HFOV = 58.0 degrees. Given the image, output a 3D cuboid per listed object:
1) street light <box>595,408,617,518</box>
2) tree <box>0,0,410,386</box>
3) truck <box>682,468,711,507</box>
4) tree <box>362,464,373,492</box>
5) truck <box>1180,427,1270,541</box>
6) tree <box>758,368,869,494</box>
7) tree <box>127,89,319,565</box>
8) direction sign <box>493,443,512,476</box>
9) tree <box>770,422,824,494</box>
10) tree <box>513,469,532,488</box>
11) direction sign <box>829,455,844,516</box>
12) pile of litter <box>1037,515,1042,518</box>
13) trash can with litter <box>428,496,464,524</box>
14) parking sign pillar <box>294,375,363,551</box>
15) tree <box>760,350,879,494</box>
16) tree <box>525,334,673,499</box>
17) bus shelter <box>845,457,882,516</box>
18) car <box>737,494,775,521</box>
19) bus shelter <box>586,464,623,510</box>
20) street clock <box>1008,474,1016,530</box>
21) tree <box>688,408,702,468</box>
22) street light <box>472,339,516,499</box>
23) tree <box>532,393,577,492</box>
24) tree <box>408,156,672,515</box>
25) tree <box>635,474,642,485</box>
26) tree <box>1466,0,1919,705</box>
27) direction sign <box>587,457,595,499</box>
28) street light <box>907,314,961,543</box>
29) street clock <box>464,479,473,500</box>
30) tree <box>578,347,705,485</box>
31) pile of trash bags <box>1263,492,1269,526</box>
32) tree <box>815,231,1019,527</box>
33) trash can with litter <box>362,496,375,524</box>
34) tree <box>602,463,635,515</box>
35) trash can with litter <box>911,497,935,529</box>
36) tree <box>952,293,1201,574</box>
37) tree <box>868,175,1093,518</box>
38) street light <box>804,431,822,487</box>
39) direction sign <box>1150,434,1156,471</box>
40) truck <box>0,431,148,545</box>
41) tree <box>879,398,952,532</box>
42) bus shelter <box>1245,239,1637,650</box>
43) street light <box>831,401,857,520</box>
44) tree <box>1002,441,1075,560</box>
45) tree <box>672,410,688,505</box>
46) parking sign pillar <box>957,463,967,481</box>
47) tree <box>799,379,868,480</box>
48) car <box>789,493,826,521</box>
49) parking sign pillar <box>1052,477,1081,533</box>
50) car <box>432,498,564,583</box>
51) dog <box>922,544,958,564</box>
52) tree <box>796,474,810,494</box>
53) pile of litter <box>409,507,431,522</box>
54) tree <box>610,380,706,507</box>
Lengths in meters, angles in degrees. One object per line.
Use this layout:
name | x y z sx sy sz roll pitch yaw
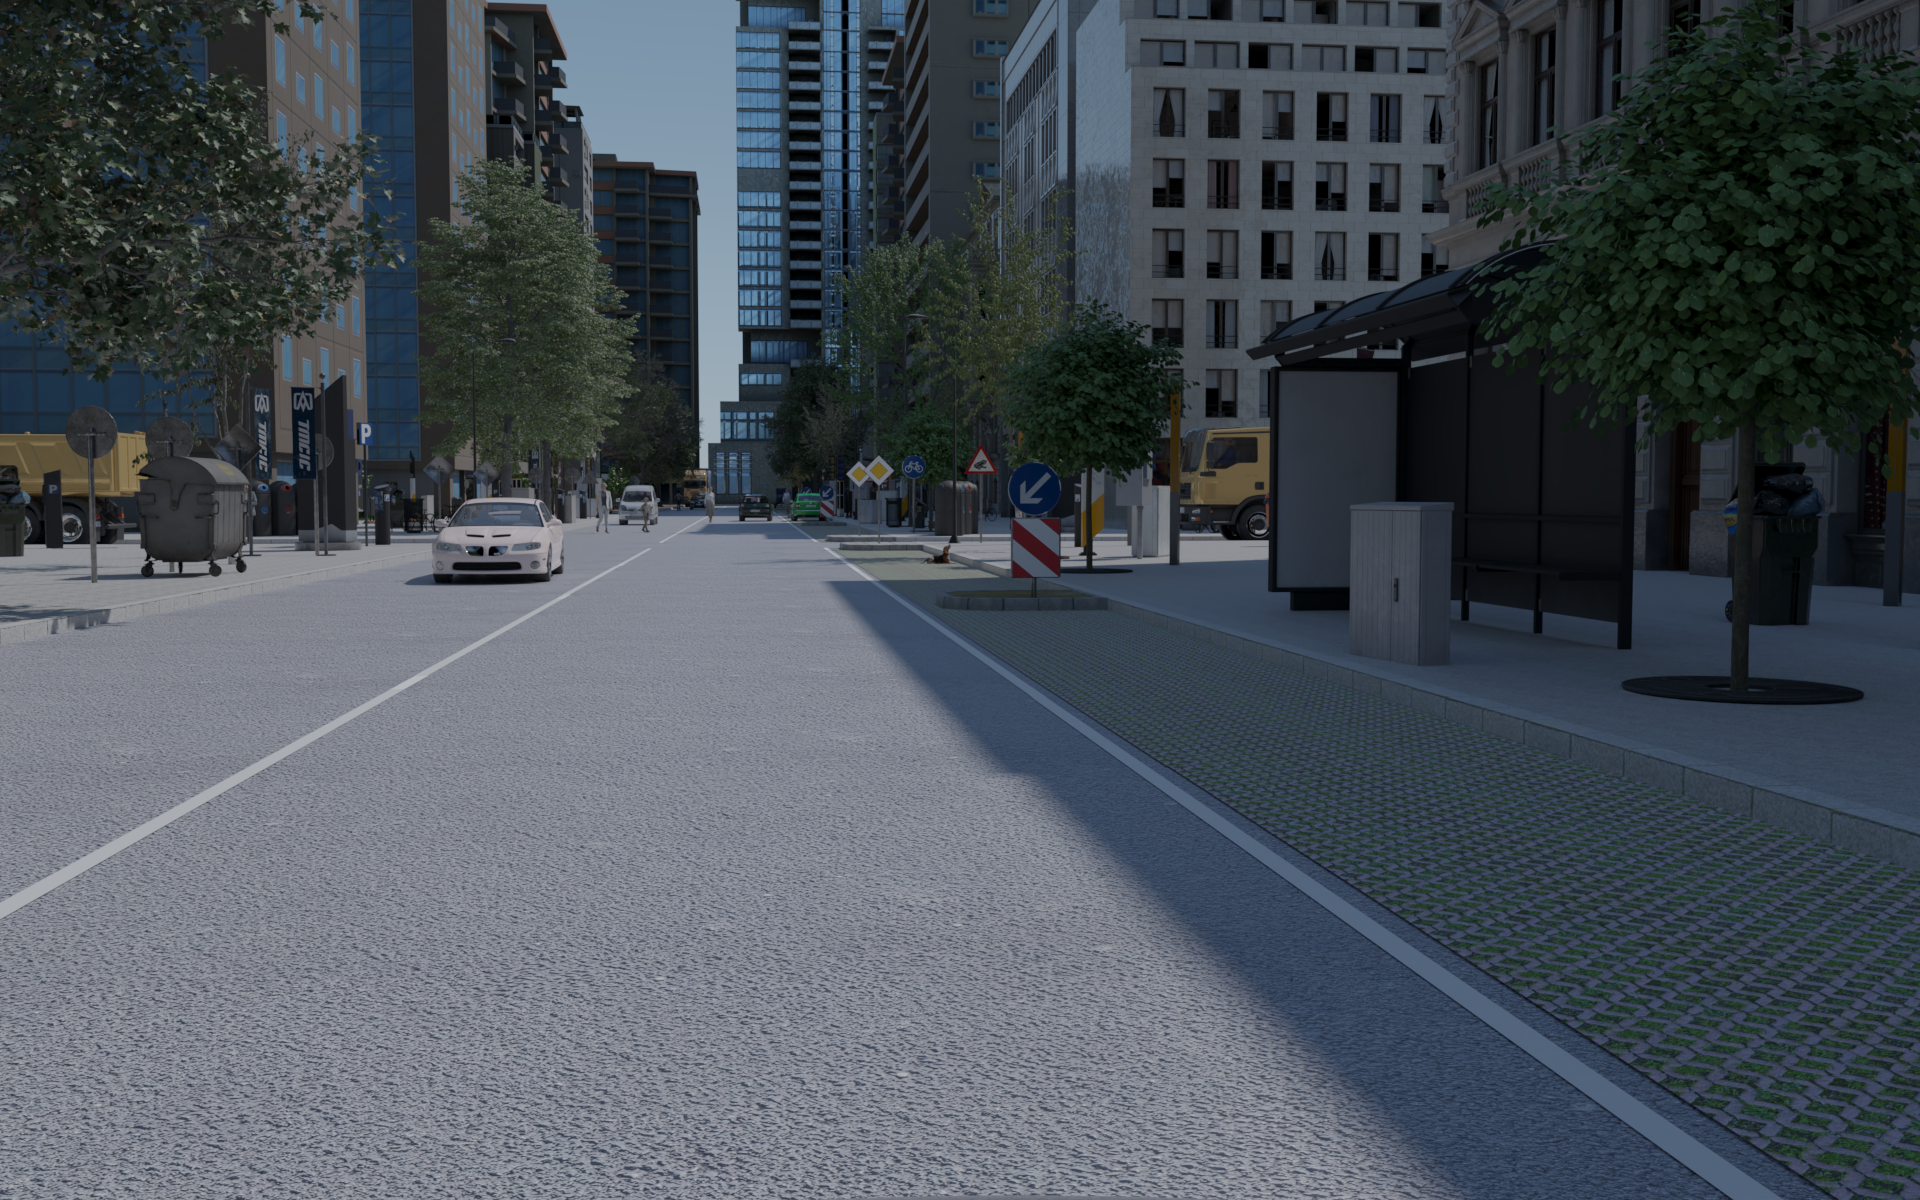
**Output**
street light | -18.927 -7.373 93.092 1.470 5.913 1.316 0 4 -7
tree | -11.319 -6.197 18.328 9.611 12.733 9.660 0 3 0
truck | -28.699 -12.258 189.337 2.839 4.237 11.283 0 4 -5
tree | -32.084 -5.989 92.514 1.663 3.219 1.824 0 3 0
truck | 10.494 -3.354 50.758 9.791 3.379 3.469 0 4 -6
tree | -13.641 -15.339 161.157 12.009 13.543 11.850 0 3 0
tree | -13.457 -4.962 31.483 4.360 8.622 3.978 0 3 0
direction sign | -20.210 -5.173 76.575 0.379 3.537 0.876 3 5 43
tree | -17.496 -16.860 193.794 7.486 12.596 7.792 0 3 0
tree | -29.327 -7.342 114.646 1.663 3.219 1.824 0 3 0
direction sign | -7.245 -6.689 101.367 0.876 3.537 0.379 0 4 -2
pile of litter | 2.960 -3.453 70.420 1.176 0.858 1.719 -1 4 -19
trash can with litter | -22.202 -3.923 75.197 2.233 1.210 1.678 -1 4 -14
parking sign pillar | -14.485 -3.126 39.585 1.447 3.967 1.447 1 4 18
tree | -11.313 -13.533 138.279 9.611 12.733 9.660 0 3 0
tree | -21.049 -10.113 99.755 8.767 10.594 7.601 -3 5 -39
bus shelter | -5.404 -6.397 98.516 2.014 3.302 5.546 0 4 -7
car | -10.843 -5.030 92.026 2.009 1.686 4.222 0 4 -5
bus shelter | -24.177 -7.583 117.901 2.014 3.302 5.546 0 4 -7
street clock | 1.895 -3.514 62.019 0.358 2.002 0.471 -1 4 -13
tree | -33.918 -17.372 202.164 7.486 12.596 7.792 0 3 0
street light | -13.974 -4.850 51.835 1.470 5.913 1.316 0 4 -7
tree | -28.189 -10.378 120.050 4.737 8.622 4.395 0 3 0
tree | -15.125 -8.604 58.798 7.486 12.596 7.792 0 3 0
tree | -24.692 -8.203 128.728 1.663 3.219 1.824 0 3 0
tree | 5.097 -1.670 11.022 4.285 4.588 4.351 0 3 0
direction sign | -22.703 -7.006 106.551 0.379 3.537 0.876 1 4 19
street light | -0.681 -4.428 44.940 1.470 5.913 1.316 0 4 -7
street clock | -23.656 -4.823 83.425 0.471 2.002 0.358 3 5 42
tree | -26.200 -14.232 143.071 12.009 13.543 11.850 0 3 0
pile of trash bags | 8.939 -2.058 43.409 3.447 1.369 1.912 -3 4 -36
tree | -1.719 -8.666 67.448 9.928 11.665 9.643 0 3 0
trash can with litter | -25.402 -3.936 75.417 1.678 1.210 2.233 0 4 -4
tree | -21.878 -6.990 108.894 1.663 3.219 1.824 0 3 0
trash can with litter | -1.287 -3.246 64.458 1.055 1.170 0.624 1 4 12
tree | 2.220 -2.735 28.432 4.285 4.588 4.351 0 3 0
tree | 1.193 -5.454 39.531 4.737 8.622 4.395 0 3 0
street light | -10.711 -9.439 126.871 1.470 5.913 1.316 0 4 -7
direction sign | 6.358 -4.016 57.664 0.379 3.537 0.876 2 4 25
truck | -26.923 -3.042 45.668 9.791 3.379 3.469 0 4 -8
tree | -0.942 -4.610 59.090 4.285 4.588 4.351 0 3 0
bus shelter | 4.484 -1.384 16.546 2.014 3.302 5.546 0 4 -7
street light | -5.714 -6.943 86.067 1.470 5.913 1.316 0 4 -7
tree | 1.547 -2.428 34.298 1.663 3.219 1.824 0 3 0
tree | -16.471 -9.316 70.442 7.486 12.596 7.792 0 3 0
parking sign pillar | -0.268 -6.280 91.143 1.447 3.967 1.447 2 4 30
tree | -8.253 -10.080 115.165 4.360 8.622 3.978 0 3 0
car | -8.032 -5.076 91.792 1.959 1.807 4.718 0 4 -8
parking sign pillar | 3.755 -4.268 58.254 1.447 3.967 1.447 2 4 34
car | -7.838 -1.057 29.651 2.083 1.381 4.827 -1 4 -9
dog | -0.435 -0.936 35.491 0.748 0.427 0.550 3 5 43
tree | -18.744 -15.499 203.765 4.737 8.622 4.395 0 3 0
pile of litter | -24.937 -3.989 79.186 1.719 0.858 1.176 0 4 -2
tree | -30.413 -15.719 174.010 9.611 12.733 9.660 0 3 0
